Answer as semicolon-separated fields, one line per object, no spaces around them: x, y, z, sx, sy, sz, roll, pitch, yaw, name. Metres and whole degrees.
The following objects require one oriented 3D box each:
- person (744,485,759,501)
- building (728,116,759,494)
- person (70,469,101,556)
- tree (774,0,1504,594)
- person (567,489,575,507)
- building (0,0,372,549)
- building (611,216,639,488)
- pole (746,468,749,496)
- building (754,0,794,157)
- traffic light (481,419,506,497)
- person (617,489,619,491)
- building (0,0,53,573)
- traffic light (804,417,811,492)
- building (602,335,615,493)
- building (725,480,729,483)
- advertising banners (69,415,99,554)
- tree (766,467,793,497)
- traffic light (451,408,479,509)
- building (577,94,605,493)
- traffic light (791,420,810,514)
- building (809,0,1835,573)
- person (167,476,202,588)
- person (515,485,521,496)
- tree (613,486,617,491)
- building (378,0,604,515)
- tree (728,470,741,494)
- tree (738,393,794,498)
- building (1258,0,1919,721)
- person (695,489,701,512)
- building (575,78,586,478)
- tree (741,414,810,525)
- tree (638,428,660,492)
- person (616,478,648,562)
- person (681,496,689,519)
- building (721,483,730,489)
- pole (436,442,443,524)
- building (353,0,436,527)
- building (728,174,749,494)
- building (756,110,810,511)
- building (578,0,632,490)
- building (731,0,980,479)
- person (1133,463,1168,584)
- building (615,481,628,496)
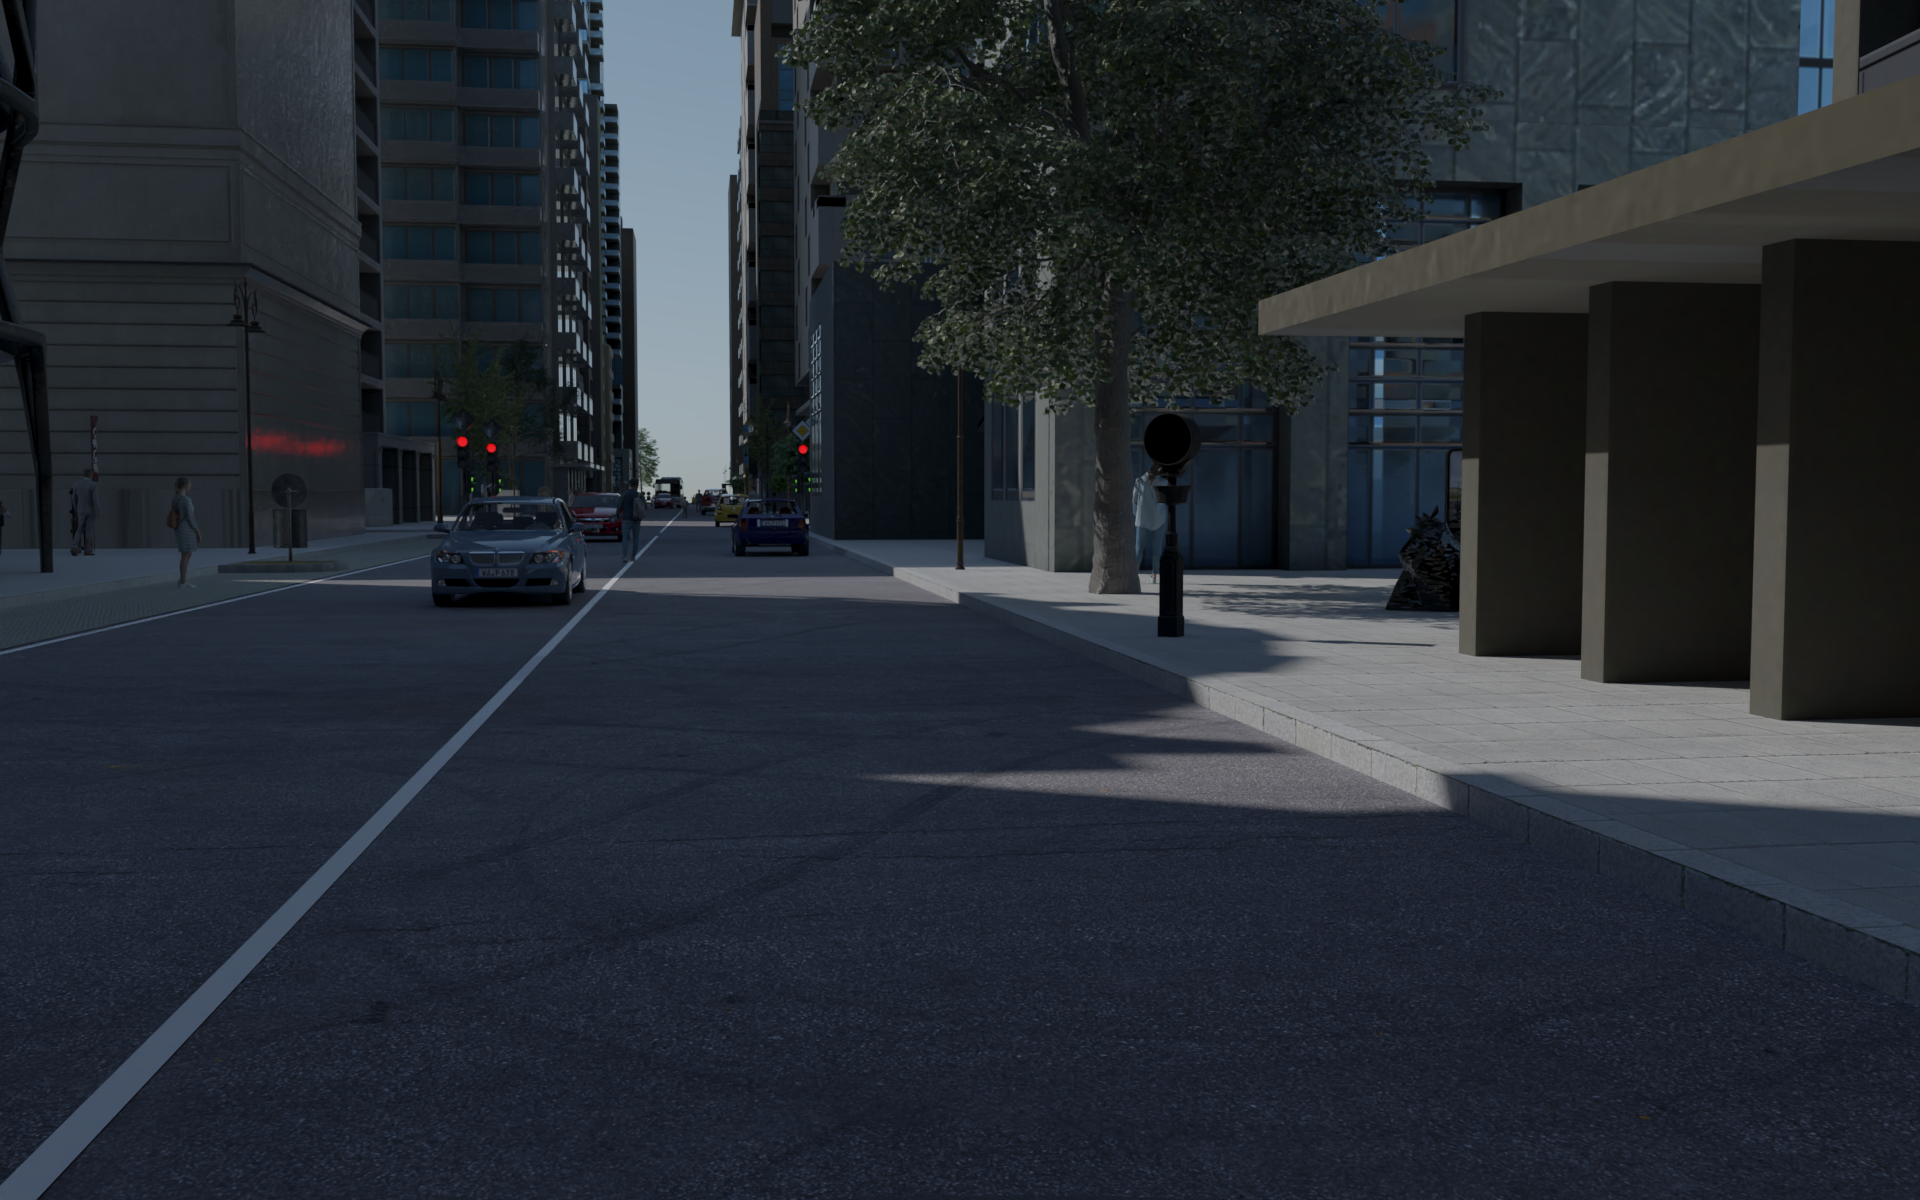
-8.216;-3.641;68.224;0.583;1.804;0.606;3;4;38;person
-14.481;-35.609;201.817;23.786;49.044;30.456;-1;4;-9;building
-18.209;-1.831;36.098;0.709;1.813;0.853;0;4;1;person
2.056;-7.051;21.937;9.857;13.997;8.962;0;3;0;tree
-21.411;-5.289;95.731;0.760;1.731;0.466;-1;4;-14;person
-32.013;-12.974;45.413;30.059;22.955;16.112;-1;4;-9;building
-59.627;-38.610;281.390;14.600;45.320;14.200;-1;4;-9;building
-16.656;-8.671;135.617;0.158;3.312;0.155;0;3;0;pole
-10.742;-30.709;152.201;14.600;45.320;14.200;-1;4;-9;building
-17.350;-4.616;64.386;0.839;4.253;0.868;-1;4;-9;traffic light
-40.405;-12.165;204.578;0.705;1.869;1.348;0;4;6;person
-22.033;-9.491;22.623;16.820;18.784;16.811;-1;4;-9;building
-4.826;-4.238;58.214;0.839;4.253;0.868;-1;4;-9;traffic light
-53.365;-21.284;193.024;27.650;21.520;28.899;-1;4;-9;building
-23.348;-39.168;260.006;23.786;49.044;30.456;-1;4;-9;building
-19.140;-2.552;37.915;0.090;3.025;2.074;-1;4;-11;advertising banners
-10.017;-6.192;95.848;1.663;3.219;1.824;0;3;0;tree
-16.156;-4.133;56.490;0.839;4.253;0.868;-1;4;-9;traffic light
-42.882;-29.831;171.335;14.154;41.232;14.086;-1;4;-9;building
-6.020;-4.721;66.109;0.839;4.253;0.868;-1;4;-9;traffic light
8.284;-44.627;42.317;22.319;86.520;31.000;-1;4;-9;building
-11.757;-1.024;26.244;0.512;1.701;0.522;2;4;32;person
-25.596;-5.801;101.101;1.509;1.804;0.699;1;4;22;person
-43.348;-13.401;213.699;1.663;3.219;1.824;0;3;0;tree
-36.770;-30.393;116.540;23.786;49.044;30.456;-1;4;-9;building
-28.576;-14.832;226.210;4.285;4.588;4.351;0;3;0;tree
-14.037;-10.650;124.494;4.737;8.622;4.395;0;3;0;tree
15.402;-21.224;1.635;22.147;44.769;28.867;-1;4;-9;building
-20.431;-7.754;135.475;0.606;1.804;0.583;-1;4;-19;person
-46.950;-34.239;149.039;28.713;52.752;27.495;-1;4;-9;building
-6.104;-5.364;71.420;4.285;4.588;4.351;0;3;0;tree
-54.664;-23.097;295.763;7.486;12.596;7.792;0;3;0;tree
-6.932;-1.698;36.617;0.623;1.781;0.721;-2;4;-23;person
-16.104;-5.428;101.527;0.475;1.303;0.640;0;4;3;person
-23.625;-36.488;288.461;32.217;40.220;23.993;-1;4;-9;building
-20.337;-4.516;67.685;0.158;3.312;0.155;0;3;0;pole
-34.539;-38.936;74.856;20.563;71.187;20.611;-1;4;-9;building
-24.548;-35.920;237.400;14.600;45.320;14.200;-1;4;-9;building
-8.738;-22.188;134.480;14.160;30.474;14.107;-1;4;-9;building
-60.287;-57.771;257.219;22.319;86.520;31.000;-1;4;-9;building
-7.996;-35.730;173.432;28.713;52.752;27.495;-1;4;-9;building
2.711;-1.133;24.832;0.793;1.790;0.793;-1;4;-22;person
-61.064;-32.959;230.759;32.217;40.220;23.993;-1;4;-9;building
